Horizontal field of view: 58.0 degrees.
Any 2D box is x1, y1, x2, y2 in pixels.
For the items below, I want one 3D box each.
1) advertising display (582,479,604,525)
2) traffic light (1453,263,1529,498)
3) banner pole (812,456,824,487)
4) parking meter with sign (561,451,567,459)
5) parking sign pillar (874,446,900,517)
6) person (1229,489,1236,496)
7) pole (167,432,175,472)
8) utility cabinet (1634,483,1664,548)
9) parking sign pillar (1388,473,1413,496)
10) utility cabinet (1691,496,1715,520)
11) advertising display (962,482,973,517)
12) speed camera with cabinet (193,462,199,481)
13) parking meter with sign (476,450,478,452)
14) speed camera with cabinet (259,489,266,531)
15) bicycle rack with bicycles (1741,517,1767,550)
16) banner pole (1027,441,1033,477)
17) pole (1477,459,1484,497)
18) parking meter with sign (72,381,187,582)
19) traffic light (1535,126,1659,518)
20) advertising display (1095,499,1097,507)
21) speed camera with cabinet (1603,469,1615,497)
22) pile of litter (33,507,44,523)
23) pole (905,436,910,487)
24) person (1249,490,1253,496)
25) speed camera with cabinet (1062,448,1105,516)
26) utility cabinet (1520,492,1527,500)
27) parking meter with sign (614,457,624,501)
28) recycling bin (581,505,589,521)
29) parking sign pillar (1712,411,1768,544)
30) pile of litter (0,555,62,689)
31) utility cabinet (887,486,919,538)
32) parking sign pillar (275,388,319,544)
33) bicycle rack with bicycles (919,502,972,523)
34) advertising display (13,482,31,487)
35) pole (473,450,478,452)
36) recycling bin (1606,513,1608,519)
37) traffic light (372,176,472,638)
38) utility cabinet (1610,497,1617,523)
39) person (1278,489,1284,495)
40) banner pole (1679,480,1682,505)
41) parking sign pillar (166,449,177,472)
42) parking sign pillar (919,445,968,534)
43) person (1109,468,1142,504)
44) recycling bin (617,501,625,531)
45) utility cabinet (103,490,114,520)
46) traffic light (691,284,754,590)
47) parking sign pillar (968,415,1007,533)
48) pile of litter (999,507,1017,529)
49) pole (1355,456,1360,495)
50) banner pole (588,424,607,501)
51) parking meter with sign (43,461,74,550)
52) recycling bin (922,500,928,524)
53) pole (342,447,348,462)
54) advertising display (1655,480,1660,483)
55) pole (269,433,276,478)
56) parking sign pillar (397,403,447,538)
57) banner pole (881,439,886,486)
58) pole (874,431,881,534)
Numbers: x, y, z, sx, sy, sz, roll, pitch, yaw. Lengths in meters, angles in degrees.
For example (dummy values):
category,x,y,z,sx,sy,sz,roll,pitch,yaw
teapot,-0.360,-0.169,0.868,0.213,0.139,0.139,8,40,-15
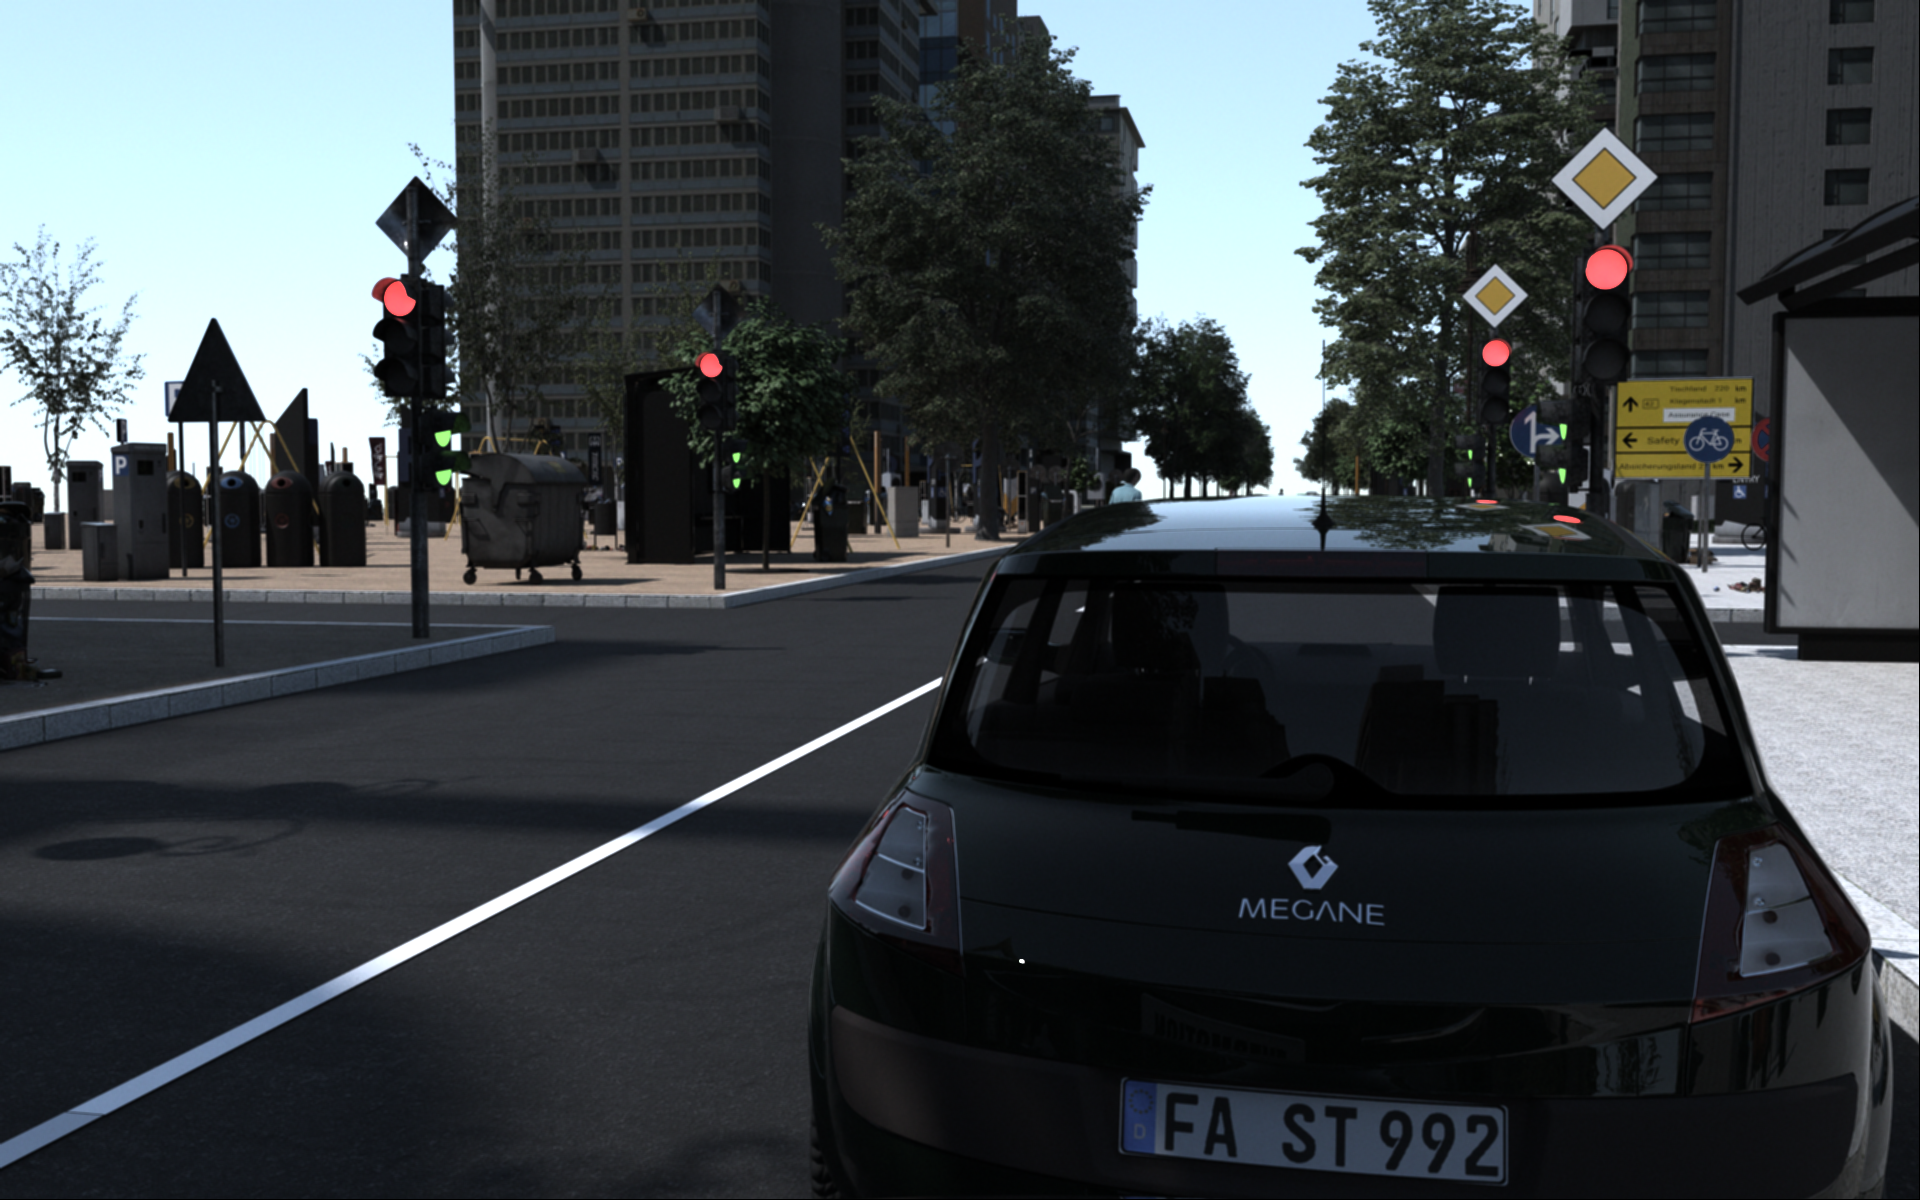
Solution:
category,x,y,z,sx,sy,sz,roll,pitch,yaw
advertising display,-15.476,-4.145,72.981,0.974,1.923,0.123,-3,4,-38
traffic light,6.503,-1.976,21.233,0.839,4.253,0.868,1,4,11
banner pole,-6.508,-5.440,78.963,0.863,3.779,0.401,-3,5,-39
parking meter with sign,-16.397,-4.504,69.895,0.543,3.016,1.738,0,4,5
parking sign pillar,-3.615,-5.965,86.003,1.447,3.967,1.447,0,4,-5
person,15.455,-5.461,98.455,0.551,1.740,0.621,3,5,40
pole,-26.081,-3.882,57.313,0.158,3.312,0.155,0,3,0
utility cabinet,14.607,-1.714,36.701,0.318,1.500,1.173,0,4,8
parking sign pillar,17.531,-4.917,68.867,1.447,3.967,1.447,3,5,41
utility cabinet,29.559,-3.534,68.945,1.020,1.237,0.306,-2,4,-28
advertising display,0.596,-5.499,95.117,0.974,1.923,0.123,1,4,9
speed camera with cabinet,-48.283,-6.941,107.816,2.038,3.252,0.660,2,4,30
parking meter with sign,-18.504,-4.483,69.563,1.738,3.016,0.543,-1,4,-16
speed camera with cabinet,-23.589,-4.000,59.735,0.660,3.252,2.038,2,4,32
bicycle rack with bicycles,19.562,-1.562,38.921,2.852,0.926,2.925,-2,4,-27
banner pole,3.256,-5.553,80.807,0.401,3.779,0.863,-1,4,-15
pole,18.746,-4.191,62.359,0.158,3.312,0.155,0,3,0
parking meter with sign,-12.355,-1.821,26.031,0.543,3.016,1.738,1,4,23
traffic light,4.918,-1.498,13.406,0.839,4.253,0.868,1,4,11
advertising display,6.893,-4.919,85.637,0.123,1.923,0.974,-1,4,-15
speed camera with cabinet,23.016,-4.148,62.159,0.660,3.252,2.038,2,4,31
pile of litter,-41.759,-3.876,77.340,1.719,0.858,1.176,-3,4,-38
pole,-1.862,-4.122,61.231,0.158,3.312,0.155,0,3,0
person,30.734,-10.648,182.684,0.705,1.814,1.350,3,5,42
speed camera with cabinet,5.166,-4.879,74.112,2.038,3.252,0.660,1,4,17
utility cabinet,18.555,-2.863,55.484,1.173,1.500,0.318,0,4,2
parking meter with sign,-15.996,-5.309,83.058,0.543,3.016,1.738,1,4,11
recycling bin,-18.351,-4.383,84.221,0.722,1.027,0.722,-2,4,-25
parking sign pillar,20.287,-3.446,44.808,1.447,3.967,1.447,-3,4,-39
pile of litter,-6.886,0.123,11.948,1.176,0.858,1.719,-2,4,-32
utility cabinet,-1.677,-2.574,50.770,0.318,1.500,1.173,2,4,34
parking sign pillar,-17.046,-3.429,44.533,1.447,3.967,1.447,3,4,36
bicycle rack with bicycles,-0.850,-3.978,78.428,2.925,0.926,2.852,-2,4,-25
advertising display,-50.707,-5.411,93.676,0.974,1.923,0.123,0,4,7
pole,-22.339,-5.269,79.984,0.158,3.312,0.155,0,3,0
recycling bin,8.098,-0.643,23.061,0.722,1.027,0.722,-2,4,-30
traffic light,-4.800,-1.616,15.350,0.839,4.253,0.868,1,4,11
utility cabinet,16.517,-2.053,44.732,1.020,1.237,0.306,-2,4,-35
person,23.356,-7.172,125.743,0.705,1.826,1.348,-2,4,-26
banner pole,30.008,-5.020,72.094,0.401,3.779,0.863,1,4,21
parking sign pillar,-47.418,-7.031,103.423,1.447,3.967,1.447,1,4,22
parking sign pillar,-0.701,-4.138,56.128,1.447,3.967,1.447,-1,4,-12
person,2.452,-1.080,26.177,0.660,1.820,0.620,3,4,37
recycling bin,-11.584,-2.966,61.049,0.722,1.027,0.722,3,4,36
utility cabinet,-41.641,-4.636,84.473,0.318,1.500,1.173,0,4,-2
traffic light,-3.215,-2.095,23.177,0.839,4.253,0.868,1,4,11
parking sign pillar,0.867,-4.270,58.293,1.447,3.967,1.447,-1,4,-21
pile of litter,1.708,-3.092,64.525,1.176,0.858,1.719,2,4,25
pole,21.292,-6.050,92.759,0.158,3.312,0.155,0,3,0
banner pole,-12.974,-4.425,62.365,0.863,3.779,0.401,0,4,-4
parking meter with sign,-20.171,-2.671,39.933,1.738,3.016,0.543,-1,4,-11
recycling bin,-1.151,-3.729,73.525,0.722,1.027,0.722,2,4,26
pole,-26.766,-4.991,75.444,0.158,3.312,0.155,0,3,0
advertising display,25.390,-3.606,64.164,0.974,1.923,0.123,3,5,40
pole,-22.981,-3.922,57.964,0.158,3.312,0.155,0,3,0
parking sign pillar,-15.939,-3.839,51.234,1.447,3.967,1.447,1,4,9
banner pole,-3.494,-5.429,78.780,0.401,3.779,0.863,1,4,16
pole,-2.669,-3.810,56.139,0.158,3.312,0.155,0,3,0
